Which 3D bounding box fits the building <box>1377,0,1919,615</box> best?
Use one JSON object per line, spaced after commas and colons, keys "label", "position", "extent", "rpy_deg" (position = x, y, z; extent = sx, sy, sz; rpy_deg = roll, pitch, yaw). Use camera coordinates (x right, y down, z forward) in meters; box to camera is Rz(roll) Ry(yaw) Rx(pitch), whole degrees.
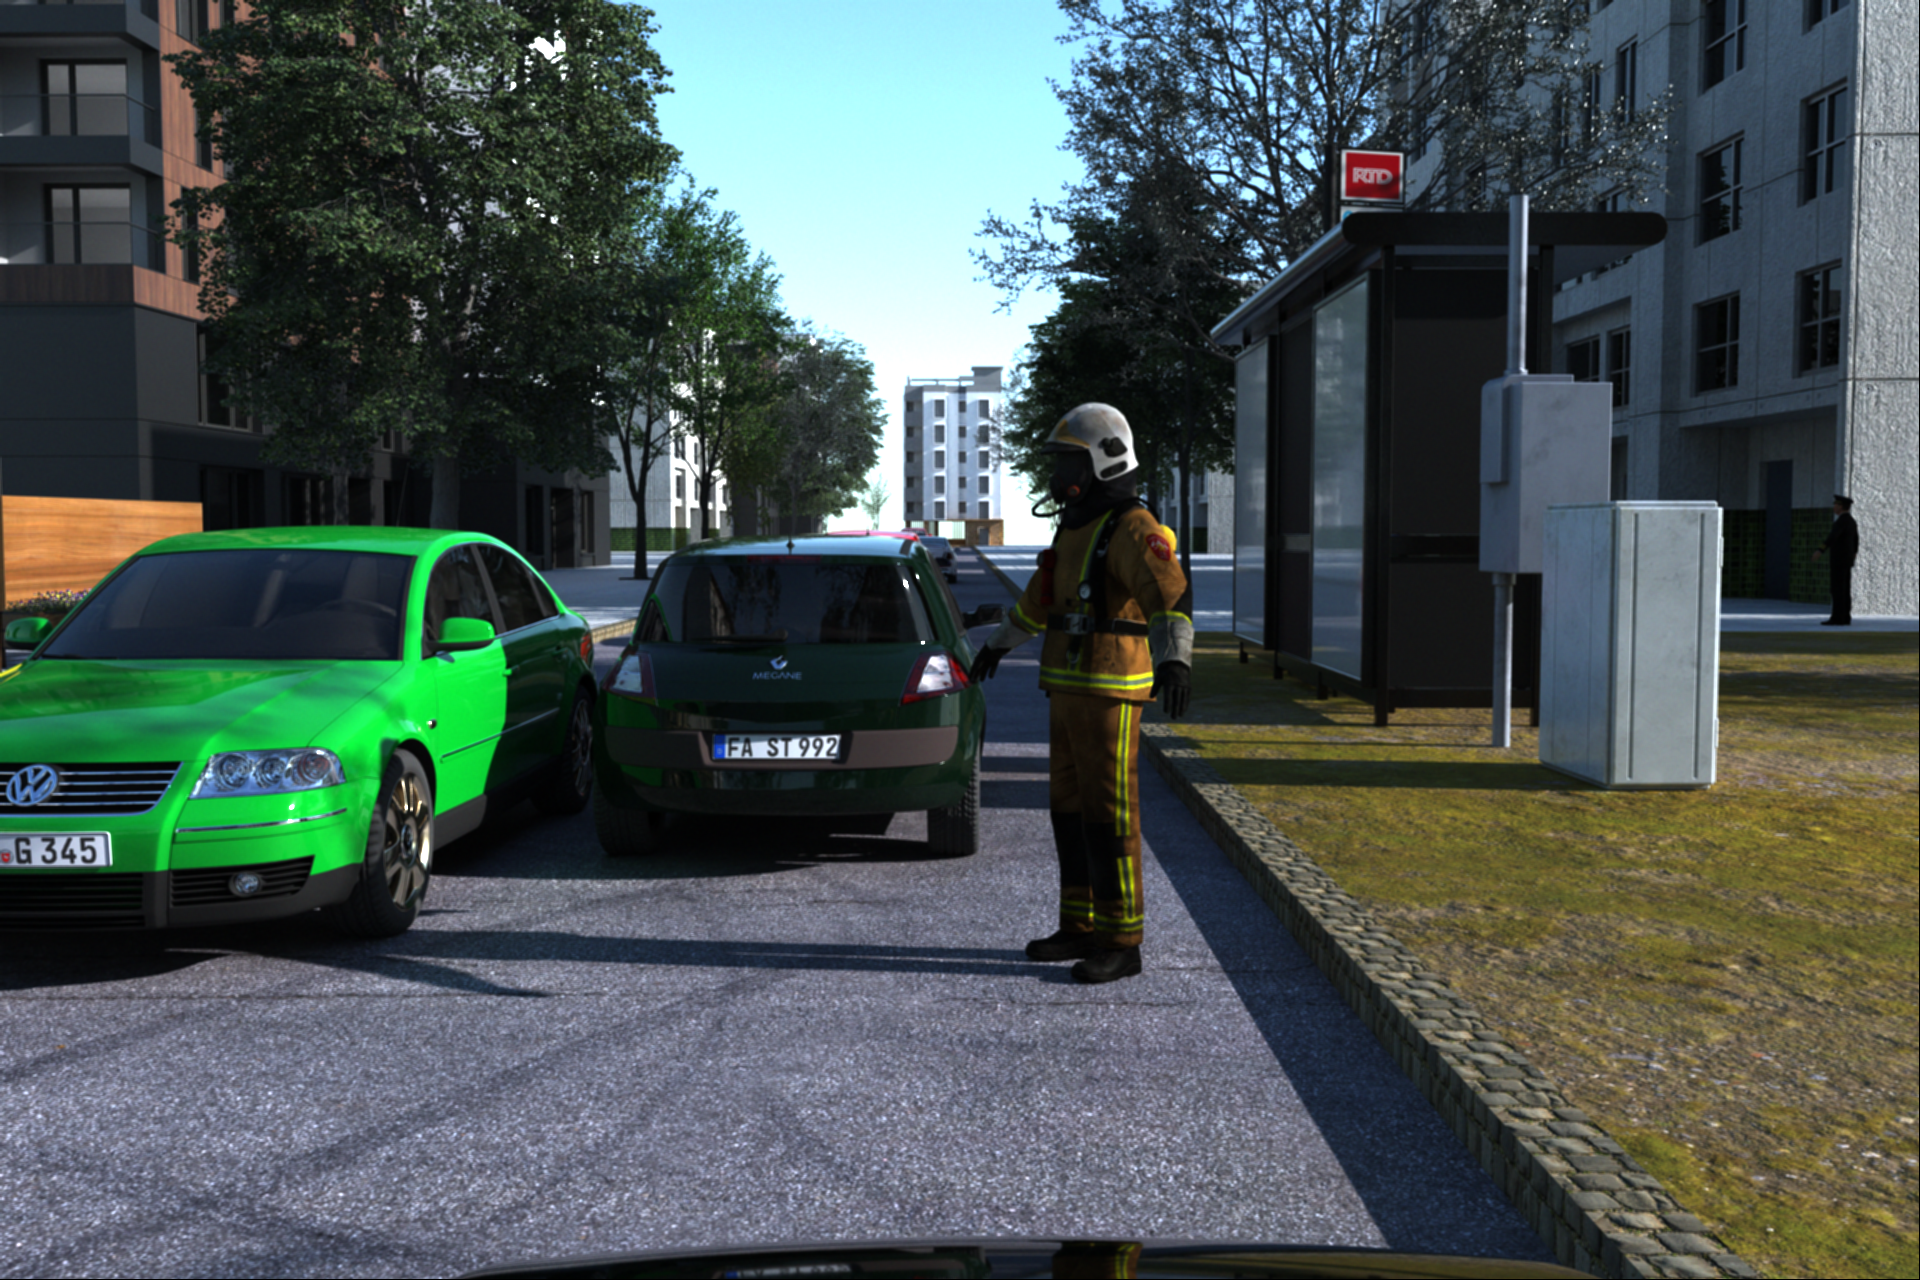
{"label": "building", "position": [22.349, -10.775, 42.627], "extent": [16.747, 18.905, 31.486], "rpy_deg": [0, 3, 0]}

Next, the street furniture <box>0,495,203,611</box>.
{"label": "street furniture", "position": [-11.867, -1.010, 23.373], "extent": [9.812, 1.723, 11.010], "rpy_deg": [0, 4, 3]}

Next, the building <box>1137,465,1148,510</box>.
{"label": "building", "position": [22.604, -14.150, 173.502], "extent": [9.099, 9.664, 28.070], "rpy_deg": [0, 3, 0]}

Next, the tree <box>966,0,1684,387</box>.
{"label": "tree", "position": [5.675, -7.128, 26.912], "extent": [12.009, 13.543, 11.850], "rpy_deg": [0, 3, 0]}

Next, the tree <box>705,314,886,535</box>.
{"label": "tree", "position": [-9.271, -11.418, 97.058], "extent": [12.009, 13.543, 11.850], "rpy_deg": [0, 3, 0]}

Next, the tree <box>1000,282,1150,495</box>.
{"label": "tree", "position": [5.704, -9.813, 78.573], "extent": [7.486, 12.596, 7.792], "rpy_deg": [0, 3, 0]}

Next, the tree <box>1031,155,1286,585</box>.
{"label": "tree", "position": [5.189, -6.567, 41.789], "extent": [7.601, 10.594, 8.767], "rpy_deg": [-1, 4, -21]}

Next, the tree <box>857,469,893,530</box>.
{"label": "tree", "position": [-9.093, -14.984, 195.355], "extent": [4.360, 8.622, 3.978], "rpy_deg": [0, 3, 0]}

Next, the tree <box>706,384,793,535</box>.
{"label": "tree", "position": [-9.507, -7.941, 80.196], "extent": [4.737, 8.622, 4.395], "rpy_deg": [0, 3, 0]}

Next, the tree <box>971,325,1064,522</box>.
{"label": "tree", "position": [5.779, -11.393, 96.639], "extent": [12.009, 13.543, 11.850], "rpy_deg": [0, 3, 0]}

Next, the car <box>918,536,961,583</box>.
{"label": "car", "position": [-1.016, -2.410, 51.771], "extent": [2.083, 1.381, 4.827], "rpy_deg": [0, 3, 0]}

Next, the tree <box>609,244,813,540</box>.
{"label": "tree", "position": [-9.046, -8.306, 61.560], "extent": [9.928, 11.665, 9.643], "rpy_deg": [0, 3, 0]}

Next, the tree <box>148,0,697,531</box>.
{"label": "tree", "position": [-9.235, -7.606, 31.022], "extent": [9.857, 13.997, 8.962], "rpy_deg": [0, 3, 0]}

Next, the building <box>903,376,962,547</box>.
{"label": "building", "position": [-6.169, -20.810, 199.112], "extent": [11.380, 20.090, 16.016], "rpy_deg": [0, 4, -3]}

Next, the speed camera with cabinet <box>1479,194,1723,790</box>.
{"label": "speed camera with cabinet", "position": [3.476, -0.930, 9.542], "extent": [0.660, 3.252, 2.038], "rpy_deg": [0, 4, -2]}

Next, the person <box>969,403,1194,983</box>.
{"label": "person", "position": [0.419, 0.156, 5.680], "extent": [0.705, 1.858, 1.354], "rpy_deg": [-2, 4, -25]}

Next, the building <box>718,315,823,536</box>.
{"label": "building", "position": [-29.081, -20.221, 174.583], "extent": [27.936, 21.610, 32.646], "rpy_deg": [0, 4, 0]}

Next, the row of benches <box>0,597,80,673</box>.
{"label": "row of benches", "position": [-9.358, -0.002, 15.503], "extent": [1.422, 0.672, 4.104], "rpy_deg": [2, 4, 24]}

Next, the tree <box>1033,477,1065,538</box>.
{"label": "tree", "position": [10.726, -14.884, 193.723], "extent": [4.360, 8.622, 3.978], "rpy_deg": [0, 3, 0]}

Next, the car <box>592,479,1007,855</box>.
{"label": "car", "position": [-0.745, 0.041, 9.122], "extent": [2.009, 1.686, 4.222], "rpy_deg": [0, 4, 0]}

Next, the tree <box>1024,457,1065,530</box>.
{"label": "tree", "position": [11.189, -16.832, 200.963], "extent": [9.928, 11.665, 9.643], "rpy_deg": [0, 3, 0]}

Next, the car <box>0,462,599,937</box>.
{"label": "car", "position": [-2.831, 0.075, 7.567], "extent": [1.959, 1.807, 4.718], "rpy_deg": [0, 4, 1]}

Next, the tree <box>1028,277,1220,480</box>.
{"label": "tree", "position": [5.964, -7.836, 62.538], "extent": [7.601, 10.594, 8.767], "rpy_deg": [1, 4, 14]}

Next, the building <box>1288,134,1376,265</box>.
{"label": "building", "position": [25.256, -14.980, 75.858], "extent": [19.493, 23.208, 18.063], "rpy_deg": [0, 4, 0]}

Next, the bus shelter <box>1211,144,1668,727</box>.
{"label": "bus shelter", "position": [3.570, -2.324, 15.625], "extent": [2.179, 5.291, 8.768], "rpy_deg": [0, 3, 0]}

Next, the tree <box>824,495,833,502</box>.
{"label": "tree", "position": [-15.912, -15.345, 201.257], "extent": [4.360, 8.622, 3.978], "rpy_deg": [0, 3, 0]}

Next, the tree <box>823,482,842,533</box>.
{"label": "tree", "position": [-15.403, -15.031, 196.123], "extent": [4.737, 8.622, 4.395], "rpy_deg": [0, 3, 0]}

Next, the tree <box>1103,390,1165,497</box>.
{"label": "tree", "position": [6.457, -7.325, 70.120], "extent": [4.737, 8.622, 4.395], "rpy_deg": [0, 3, 0]}

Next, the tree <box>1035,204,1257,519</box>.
{"label": "tree", "position": [6.154, -8.288, 53.632], "extent": [7.486, 12.596, 7.792], "rpy_deg": [0, 3, 0]}

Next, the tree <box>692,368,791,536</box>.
{"label": "tree", "position": [-9.297, -7.440, 72.008], "extent": [4.737, 8.622, 4.395], "rpy_deg": [0, 3, 0]}

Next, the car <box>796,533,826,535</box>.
{"label": "car", "position": [-2.311, -1.116, 28.465], "extent": [2.015, 1.641, 3.980], "rpy_deg": [0, 4, 0]}

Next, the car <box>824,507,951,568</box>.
{"label": "car", "position": [-1.188, -0.877, 23.380], "extent": [2.155, 1.783, 4.494], "rpy_deg": [0, 4, -1]}

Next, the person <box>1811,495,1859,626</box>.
{"label": "person", "position": [12.384, -1.129, 24.395], "extent": [1.347, 1.837, 0.705], "rpy_deg": [-3, 5, -41]}

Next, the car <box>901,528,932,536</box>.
{"label": "car", "position": [-2.816, -5.878, 104.786], "extent": [2.281, 1.827, 5.304], "rpy_deg": [0, 4, 0]}

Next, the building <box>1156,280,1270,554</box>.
{"label": "building", "position": [24.622, -16.071, 129.218], "extent": [16.747, 18.905, 31.486], "rpy_deg": [0, 4, 0]}

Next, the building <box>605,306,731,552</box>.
{"label": "building", "position": [-29.314, -16.823, 141.510], "extent": [16.747, 18.905, 31.486], "rpy_deg": [0, 4, 0]}

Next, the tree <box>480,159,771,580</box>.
{"label": "tree", "position": [-9.093, -7.500, 48.388], "extent": [9.928, 11.665, 9.643], "rpy_deg": [0, 3, 0]}

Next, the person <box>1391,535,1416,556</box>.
{"label": "person", "position": [10.186, -2.097, 40.412], "extent": [1.347, 1.817, 0.704], "rpy_deg": [1, 4, 20]}

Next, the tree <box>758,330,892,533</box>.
{"label": "tree", "position": [-9.094, -12.403, 109.438], "extent": [9.857, 13.997, 8.962], "rpy_deg": [0, 3, 0]}

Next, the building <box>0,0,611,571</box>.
{"label": "building", "position": [-28.508, -12.873, 54.457], "extent": [27.936, 21.610, 32.646], "rpy_deg": [0, 4, 1]}
